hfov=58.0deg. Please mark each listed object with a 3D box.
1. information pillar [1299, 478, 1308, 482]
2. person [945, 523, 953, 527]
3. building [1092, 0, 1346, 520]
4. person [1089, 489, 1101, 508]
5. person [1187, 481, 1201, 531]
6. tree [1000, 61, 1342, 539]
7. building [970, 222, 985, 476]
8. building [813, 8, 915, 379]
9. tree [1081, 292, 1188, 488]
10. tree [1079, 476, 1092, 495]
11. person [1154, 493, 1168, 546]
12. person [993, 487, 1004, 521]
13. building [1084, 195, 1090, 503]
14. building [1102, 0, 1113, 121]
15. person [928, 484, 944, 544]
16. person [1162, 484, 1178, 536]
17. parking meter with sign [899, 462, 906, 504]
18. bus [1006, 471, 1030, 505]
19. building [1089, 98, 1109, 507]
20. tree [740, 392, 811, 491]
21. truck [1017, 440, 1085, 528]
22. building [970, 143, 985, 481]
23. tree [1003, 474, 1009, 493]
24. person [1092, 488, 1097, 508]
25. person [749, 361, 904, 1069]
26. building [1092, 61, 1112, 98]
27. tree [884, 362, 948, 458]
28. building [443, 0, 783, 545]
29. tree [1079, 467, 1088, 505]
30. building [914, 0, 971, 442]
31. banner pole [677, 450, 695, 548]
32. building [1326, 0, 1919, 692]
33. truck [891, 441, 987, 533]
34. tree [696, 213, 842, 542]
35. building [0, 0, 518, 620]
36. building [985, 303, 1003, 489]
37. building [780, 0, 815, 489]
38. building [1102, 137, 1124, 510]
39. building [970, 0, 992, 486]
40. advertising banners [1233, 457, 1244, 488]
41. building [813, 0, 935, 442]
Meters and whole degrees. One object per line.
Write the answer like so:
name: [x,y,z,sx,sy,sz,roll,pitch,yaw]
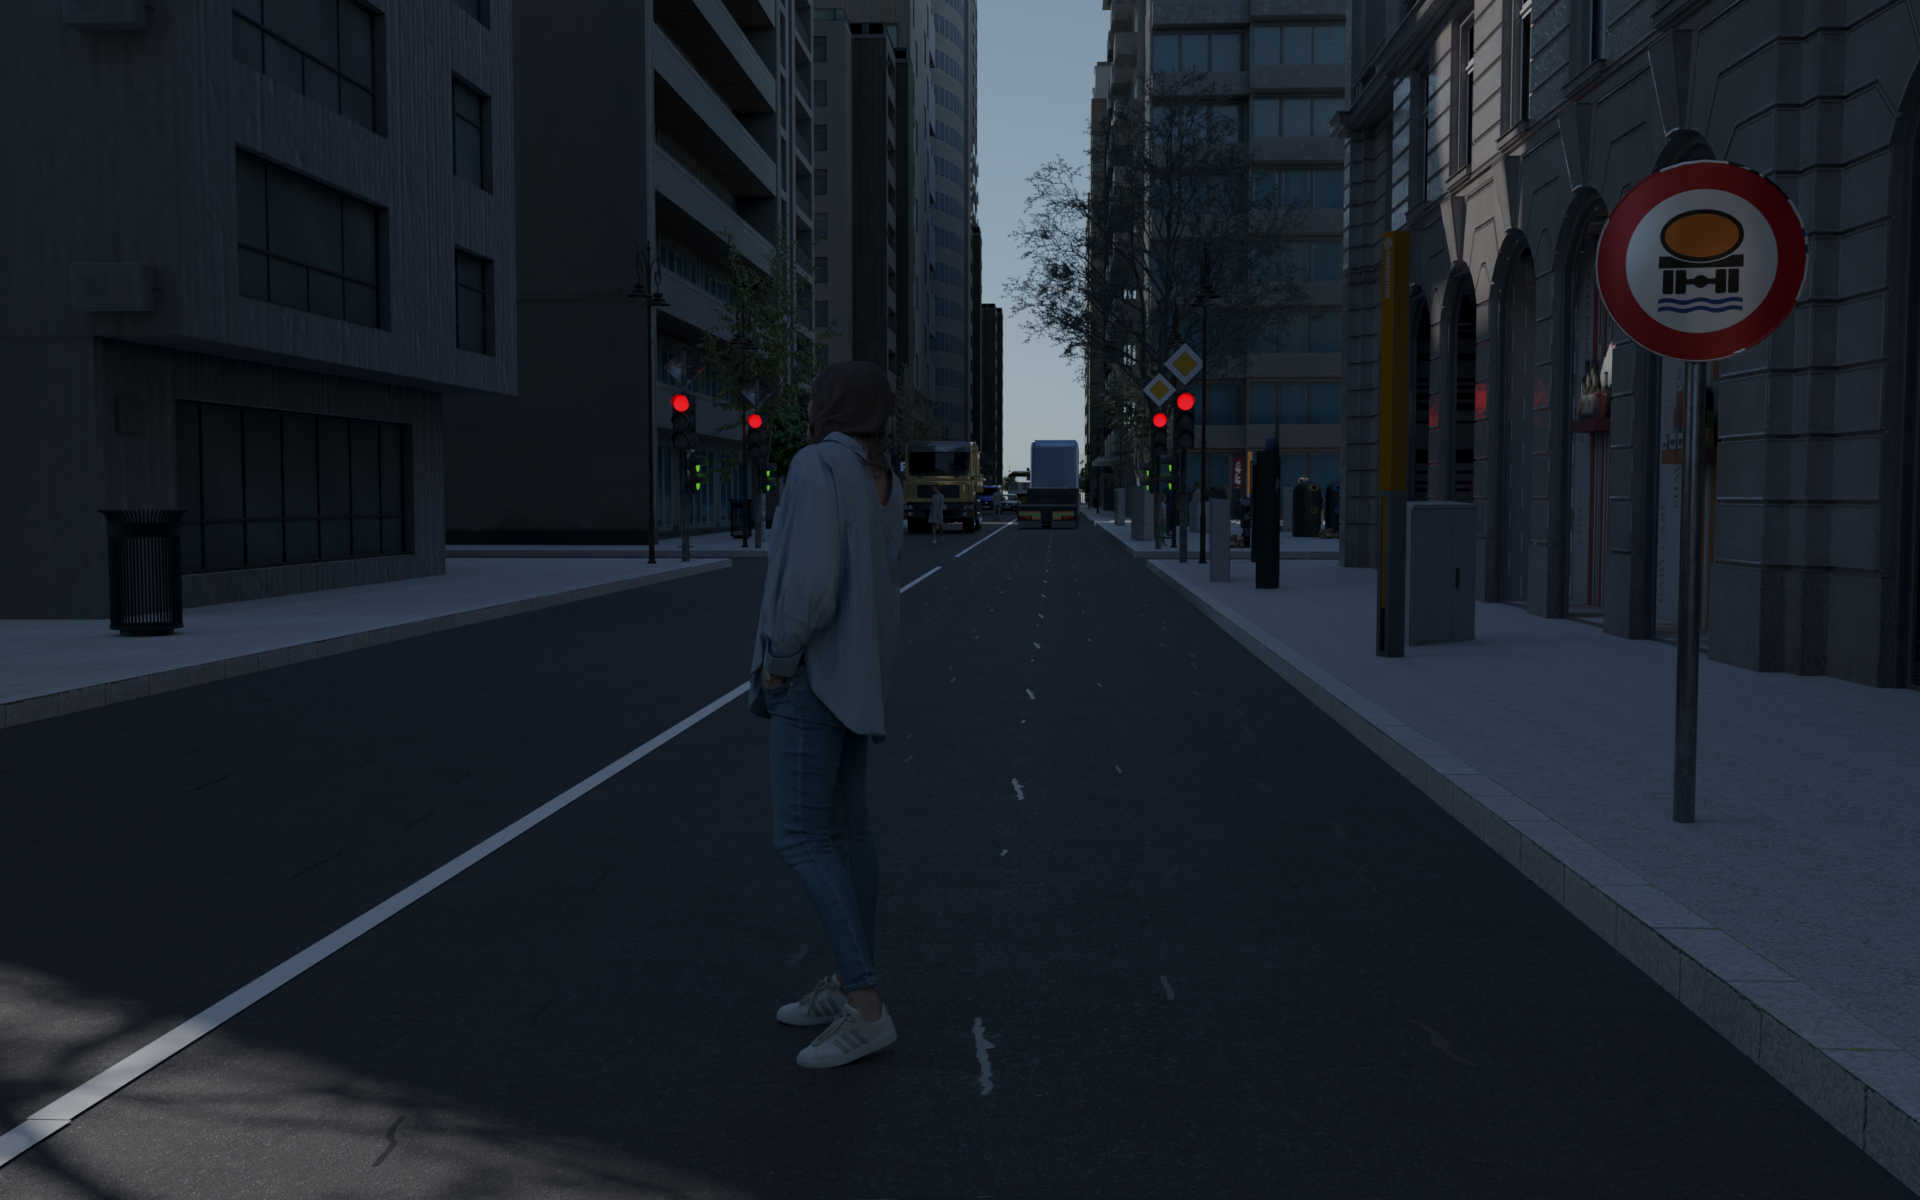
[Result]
information pillar: [15.828,-4.609,79.842,0.304,2.012,0.304,-2,4,-34]
person: [-0.539,-4.093,76.252,0.563,1.720,0.643,0,4,2]
building: [19.724,-29.306,98.769,23.786,49.044,30.456,0,4,3]
person: [12.339,-9.242,157.941,1.217,1.735,0.721,-1,4,-22]
person: [8.208,-3.243,59.817,0.760,1.731,0.466,-1,4,-17]
tree: [5.681,-8.506,49.440,12.009,13.543,11.850,0,3,0]
building: [-5.011,-24.952,179.658,14.160,30.474,14.107,0,4,3]
building: [-10.362,-20.533,107.411,14.160,30.474,14.107,0,4,3]
tree: [6.509,-6.800,61.535,4.360,8.622,3.978,0,3,0]
tree: [12.188,-10.510,166.436,1.663,3.219,1.824,0,3,0]
person: [4.985,-1.998,42.952,0.306,1.304,0.590,3,5,42]
person: [2.040,-5.202,93.747,0.606,1.804,0.583,-1,4,-9]
building: [29.784,-39.076,262.600,21.300,48.544,21.600,0,4,3]
building: [27.794,-34.937,160.456,28.713,52.752,27.495,0,4,3]
person: [-0.670,-2.509,50.271,0.466,1.731,0.760,1,4,9]
person: [6.363,-2.845,52.976,0.576,1.772,0.534,-3,5,-41]
parking meter with sign: [-2.734,-5.861,92.090,0.543,3.016,1.738,-1,4,-19]
bus: [6.436,-11.823,184.845,2.896,3.916,12.252,0,4,3]
building: [20.605,-30.483,181.992,14.154,41.232,14.086,0,4,3]
tree: [-5.031,-4.237,52.993,4.285,4.588,4.351,0,3,0]
truck: [4.238,-5.515,79.925,2.967,4.110,18.799,0,4,4]
building: [-9.039,-36.446,215.494,23.786,49.044,30.456,0,4,3]
tree: [7.619,-17.436,268.798,4.285,4.588,4.351,0,3,0]
person: [12.591,-9.533,161.989,0.705,1.814,1.350,-2,4,-33]
person: [-0.320,0.255,4.591,0.793,1.790,0.793,-1,4,-15]
building: [28.623,-42.518,237.173,21.231,58.520,28.212,0,4,3]
tree: [-2.501,-8.928,96.333,4.360,8.622,3.978,0,3,0]
building: [-17.772,-26.246,52.826,21.300,48.544,21.600,0,4,3]
tree: [15.121,-13.596,206.012,4.285,4.588,4.351,0,3,0]
building: [-10.225,-37.623,157.138,21.231,58.520,28.212,0,4,3]
banner pole: [-6.549,-3.165,41.767,0.401,3.779,0.863,1,4,15]
building: [11.989,-10.808,18.505,13.314,21.916,24.055,0,4,3]
truck: [-0.575,-4.278,65.869,3.469,3.379,9.791,0,4,3]
tree: [-5.249,-5.865,46.253,4.737,8.622,4.395,0,3,0]
building: [-14.333,-15.422,23.855,14.107,30.474,14.160,0,4,3]
building: [-0.775,-29.772,258.479,14.160,30.474,14.107,0,4,3]
building: [-15.522,-39.318,81.105,20.563,71.187,20.611,0,4,3]
building: [18.616,-22.578,140.853,14.160,30.474,14.107,0,4,3]
building: [-5.799,-49.047,240.162,20.563,71.187,20.611,0,4,3]
advertising banners: [12.486,-5.262,82.220,2.074,3.025,0.090,2,4,30]
building: [-15.972,-33.061,129.790,28.713,52.752,27.495,0,4,3]
